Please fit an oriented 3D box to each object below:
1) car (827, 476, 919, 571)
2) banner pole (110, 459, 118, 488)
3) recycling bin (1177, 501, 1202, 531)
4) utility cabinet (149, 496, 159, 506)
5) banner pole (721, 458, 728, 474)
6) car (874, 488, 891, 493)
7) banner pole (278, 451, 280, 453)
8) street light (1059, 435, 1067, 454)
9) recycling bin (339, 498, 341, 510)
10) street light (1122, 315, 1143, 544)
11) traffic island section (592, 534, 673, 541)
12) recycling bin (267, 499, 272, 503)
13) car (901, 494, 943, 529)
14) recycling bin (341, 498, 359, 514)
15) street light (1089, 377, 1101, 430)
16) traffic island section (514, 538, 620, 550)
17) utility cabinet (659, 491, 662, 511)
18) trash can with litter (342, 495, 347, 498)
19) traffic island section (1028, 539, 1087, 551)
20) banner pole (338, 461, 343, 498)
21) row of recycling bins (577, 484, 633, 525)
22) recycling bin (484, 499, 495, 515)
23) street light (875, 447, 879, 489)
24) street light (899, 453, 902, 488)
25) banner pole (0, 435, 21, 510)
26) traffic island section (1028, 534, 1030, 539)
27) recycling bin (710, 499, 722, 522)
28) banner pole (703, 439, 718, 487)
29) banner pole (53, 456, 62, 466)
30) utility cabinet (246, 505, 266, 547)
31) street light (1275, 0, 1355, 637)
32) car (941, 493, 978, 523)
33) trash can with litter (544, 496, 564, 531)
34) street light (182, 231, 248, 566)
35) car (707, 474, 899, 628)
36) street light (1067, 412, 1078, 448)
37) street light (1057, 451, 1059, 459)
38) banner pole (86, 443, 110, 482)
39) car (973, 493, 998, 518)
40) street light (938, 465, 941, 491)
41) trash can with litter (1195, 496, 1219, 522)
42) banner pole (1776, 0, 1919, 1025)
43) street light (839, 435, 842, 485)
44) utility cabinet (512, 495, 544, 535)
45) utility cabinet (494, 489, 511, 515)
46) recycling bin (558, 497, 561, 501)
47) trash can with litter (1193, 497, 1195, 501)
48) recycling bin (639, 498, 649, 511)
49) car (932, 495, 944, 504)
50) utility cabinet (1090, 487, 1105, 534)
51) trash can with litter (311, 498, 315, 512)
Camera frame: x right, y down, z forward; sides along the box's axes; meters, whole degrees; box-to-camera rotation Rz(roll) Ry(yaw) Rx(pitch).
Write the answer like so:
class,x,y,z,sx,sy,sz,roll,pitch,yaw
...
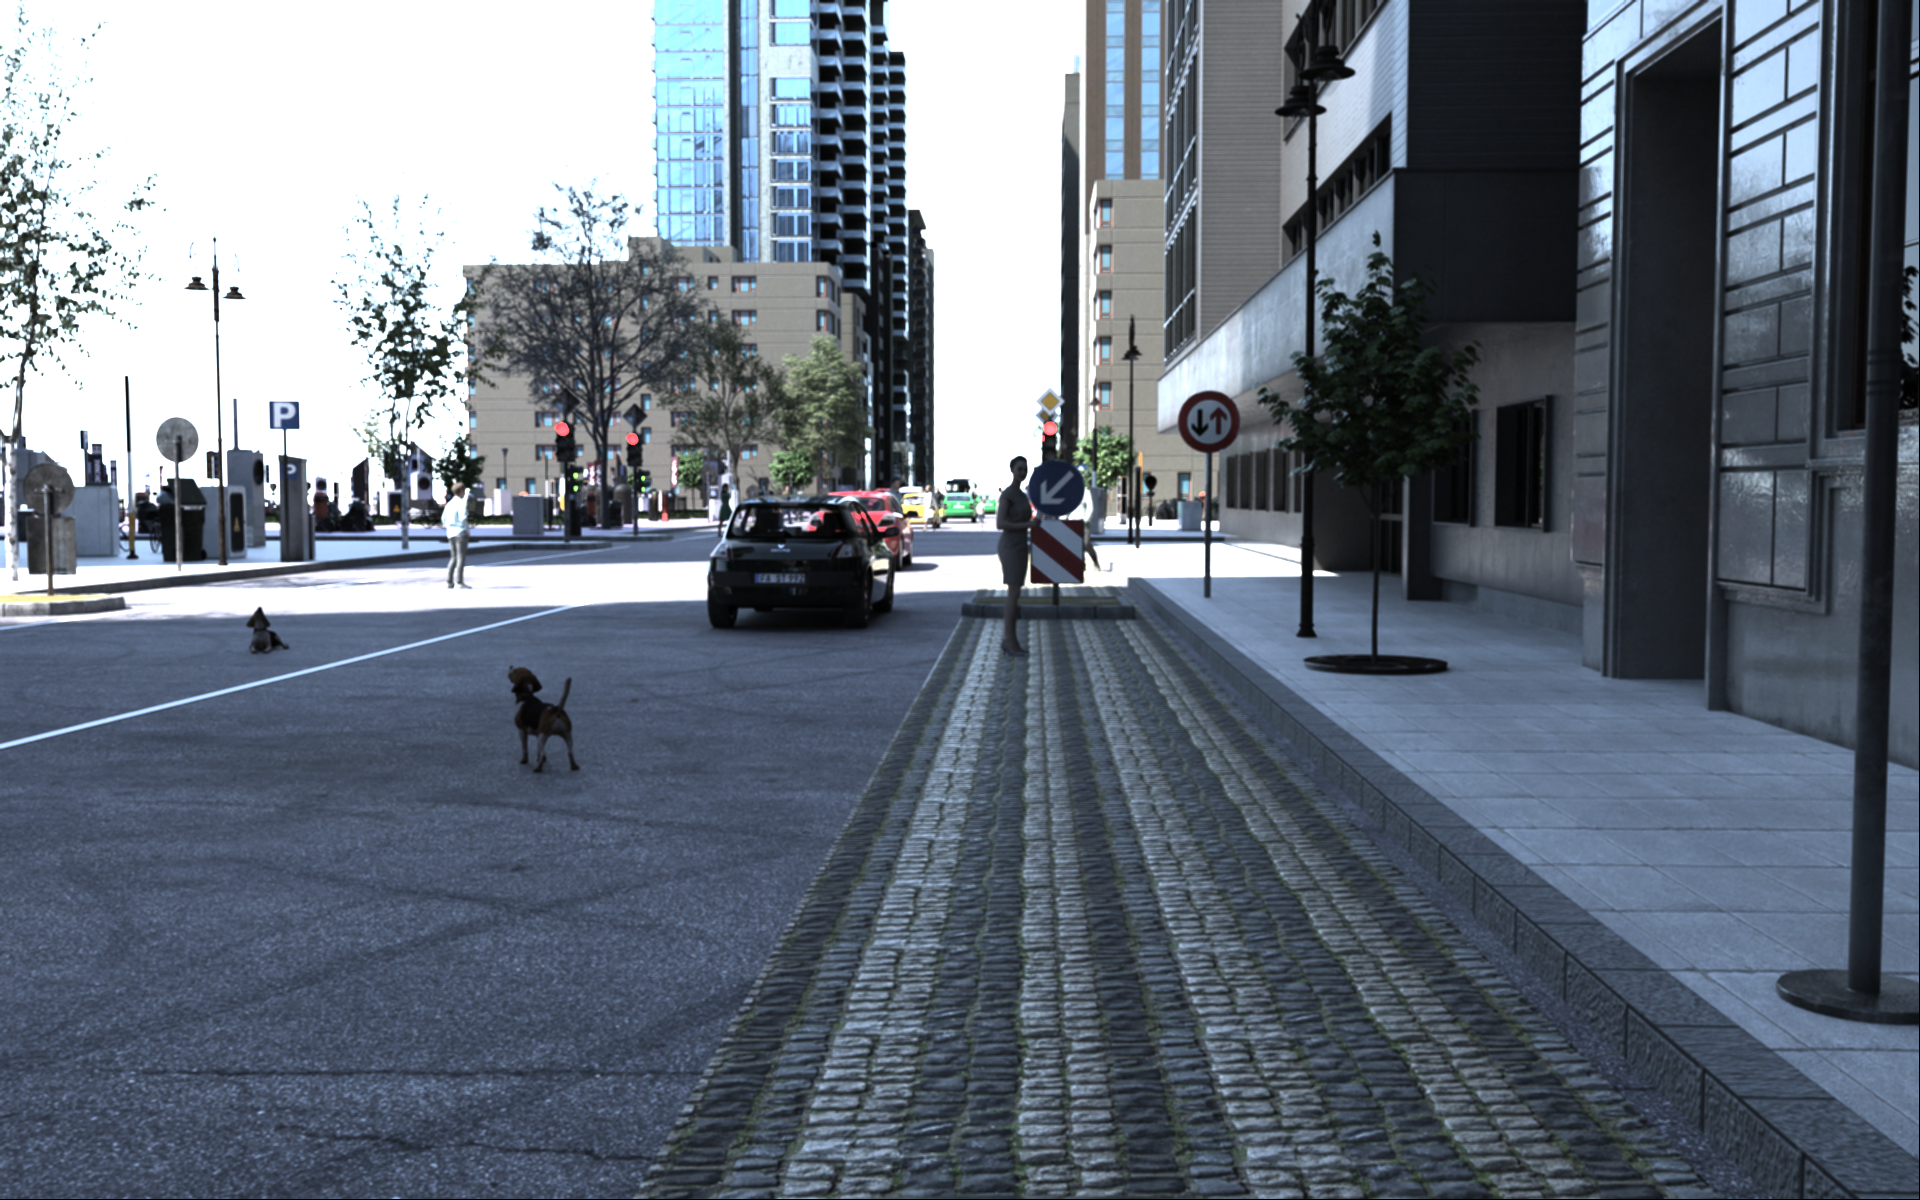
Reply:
class,x,y,z,sx,sy,sz,roll,pitch,yaw
car,-1.912,-1.512,33.755,2.155,1.783,4.494,0,4,2
banner pole,-53.836,-7.329,109.846,0.863,3.779,0.401,-3,4,-39
recycling bin,7.978,-2.912,60.162,0.722,1.027,0.722,0,4,-5
utility cabinet,-32.565,-3.635,70.597,1.020,1.237,0.306,2,4,30
banner pole,-14.428,-7.033,105.009,0.863,3.779,0.401,0,4,7
car,-4.892,-6.476,114.560,2.281,1.827,5.304,0,4,4
banner pole,-39.337,-6.772,100.745,0.863,3.779,0.401,-2,4,-31
street light,7.730,-9.465,127.543,0.468,5.910,1.993,0,4,2
recycling bin,-42.179,-6.503,118.877,0.722,1.027,0.722,3,4,38
street light,4.423,-4.401,44.739,0.468,5.910,1.993,0,4,2
traffic island section,-10.091,-1.928,53.800,2.009,0.180,2.903,0,4,2
recycling bin,-38.710,-5.120,96.259,0.722,1.027,0.722,-3,4,-36
car,-1.725,-3.829,72.822,2.015,1.641,3.980,0,4,2
recycling bin,-39.676,-6.140,112.945,0.722,1.027,0.722,0,4,6
street light,5.300,-5.837,68.223,0.468,5.910,1.993,0,4,2
traffic island section,-10.414,-1.440,45.821,2.009,0.180,2.903,0,4,2
utility cabinet,-20.789,-6.928,121.947,0.318,1.500,1.173,-2,4,-34
trash can with litter,-44.855,-7.076,126.755,2.233,1.210,1.678,2,4,30
traffic island section,2.366,-1.408,45.300,2.009,0.180,2.903,0,4,2
banner pole,-46.289,-8.530,129.484,0.863,3.779,0.401,3,5,44
row of recycling bins,-15.274,-4.056,73.432,3.534,1.692,1.069,2,4,34
recycling bin,-23.040,-4.458,85.446,0.722,1.027,0.722,3,5,41
street light,-7.732,-11.548,161.592,0.468,5.910,1.993,0,4,2
street light,-6.542,-13.362,191.260,0.468,5.910,1.993,0,4,2
banner pole,-35.175,-4.543,64.296,0.863,3.779,0.401,0,4,-5
traffic island section,2.690,-1.896,53.279,2.009,0.180,2.903,0,4,2
recycling bin,-11.342,-4.209,81.369,0.722,1.027,0.722,-1,4,-19
banner pole,-11.453,-5.406,78.405,0.401,3.779,0.863,1,4,13
banner pole,-59.706,-7.621,114.612,0.863,3.779,0.401,1,4,22
utility cabinet,-17.229,-2.037,41.984,0.318,1.500,1.173,-3,5,-43
street light,3.116,-2.606,15.396,0.468,5.910,1.993,0,4,2
car,-0.058,-4.796,87.219,1.959,1.807,4.718,0,4,0
trash can with litter,-14.304,-3.044,60.830,1.678,1.210,2.233,-1,4,-16
street light,-13.135,-3.542,30.694,0.468,5.910,1.993,0,4,2
car,-1.750,-0.622,19.953,2.009,1.686,4.222,0,4,3
street light,6.479,-7.668,98.165,0.468,5.910,1.993,0,4,2
street light,8.429,-10.506,144.563,0.468,5.910,1.993,0,4,2
banner pole,-37.234,-5.164,74.447,0.863,3.779,0.401,-3,4,-38
car,1.702,-5.864,104.673,1.959,1.807,4.718,0,4,1
street light,-3.189,-18.315,272.242,0.468,5.910,1.993,0,4,2
trash can with litter,11.679,-4.233,80.604,1.055,1.170,0.624,-2,4,-24
banner pole,2.511,-0.874,4.311,0.863,3.779,0.401,-1,4,-12
street light,-9.027,-9.686,131.156,0.468,5.910,1.993,0,4,2
utility cabinet,-13.567,-2.646,54.425,1.020,1.237,0.306,2,4,24
utility cabinet,-20.456,-4.207,77.470,0.318,1.500,1.173,1,4,8
recycling bin,-29.490,-7.102,128.669,0.722,1.027,0.722,-2,4,-26
trash can with litter,11.461,-4.300,81.698,1.055,1.170,0.624,0,4,-3
recycling bin,-18.520,-5.444,101.562,0.722,1.027,0.722,-3,5,-40
car,-2.437,-9.542,168.586,1.945,1.354,3.894,0,4,3
utility cabinet,4.368,-2.831,54.963,0.318,1.500,1.173,1,4,14
trash can with litter,-41.995,-6.210,112.916,0.624,1.170,1.055,-2,4,-23
